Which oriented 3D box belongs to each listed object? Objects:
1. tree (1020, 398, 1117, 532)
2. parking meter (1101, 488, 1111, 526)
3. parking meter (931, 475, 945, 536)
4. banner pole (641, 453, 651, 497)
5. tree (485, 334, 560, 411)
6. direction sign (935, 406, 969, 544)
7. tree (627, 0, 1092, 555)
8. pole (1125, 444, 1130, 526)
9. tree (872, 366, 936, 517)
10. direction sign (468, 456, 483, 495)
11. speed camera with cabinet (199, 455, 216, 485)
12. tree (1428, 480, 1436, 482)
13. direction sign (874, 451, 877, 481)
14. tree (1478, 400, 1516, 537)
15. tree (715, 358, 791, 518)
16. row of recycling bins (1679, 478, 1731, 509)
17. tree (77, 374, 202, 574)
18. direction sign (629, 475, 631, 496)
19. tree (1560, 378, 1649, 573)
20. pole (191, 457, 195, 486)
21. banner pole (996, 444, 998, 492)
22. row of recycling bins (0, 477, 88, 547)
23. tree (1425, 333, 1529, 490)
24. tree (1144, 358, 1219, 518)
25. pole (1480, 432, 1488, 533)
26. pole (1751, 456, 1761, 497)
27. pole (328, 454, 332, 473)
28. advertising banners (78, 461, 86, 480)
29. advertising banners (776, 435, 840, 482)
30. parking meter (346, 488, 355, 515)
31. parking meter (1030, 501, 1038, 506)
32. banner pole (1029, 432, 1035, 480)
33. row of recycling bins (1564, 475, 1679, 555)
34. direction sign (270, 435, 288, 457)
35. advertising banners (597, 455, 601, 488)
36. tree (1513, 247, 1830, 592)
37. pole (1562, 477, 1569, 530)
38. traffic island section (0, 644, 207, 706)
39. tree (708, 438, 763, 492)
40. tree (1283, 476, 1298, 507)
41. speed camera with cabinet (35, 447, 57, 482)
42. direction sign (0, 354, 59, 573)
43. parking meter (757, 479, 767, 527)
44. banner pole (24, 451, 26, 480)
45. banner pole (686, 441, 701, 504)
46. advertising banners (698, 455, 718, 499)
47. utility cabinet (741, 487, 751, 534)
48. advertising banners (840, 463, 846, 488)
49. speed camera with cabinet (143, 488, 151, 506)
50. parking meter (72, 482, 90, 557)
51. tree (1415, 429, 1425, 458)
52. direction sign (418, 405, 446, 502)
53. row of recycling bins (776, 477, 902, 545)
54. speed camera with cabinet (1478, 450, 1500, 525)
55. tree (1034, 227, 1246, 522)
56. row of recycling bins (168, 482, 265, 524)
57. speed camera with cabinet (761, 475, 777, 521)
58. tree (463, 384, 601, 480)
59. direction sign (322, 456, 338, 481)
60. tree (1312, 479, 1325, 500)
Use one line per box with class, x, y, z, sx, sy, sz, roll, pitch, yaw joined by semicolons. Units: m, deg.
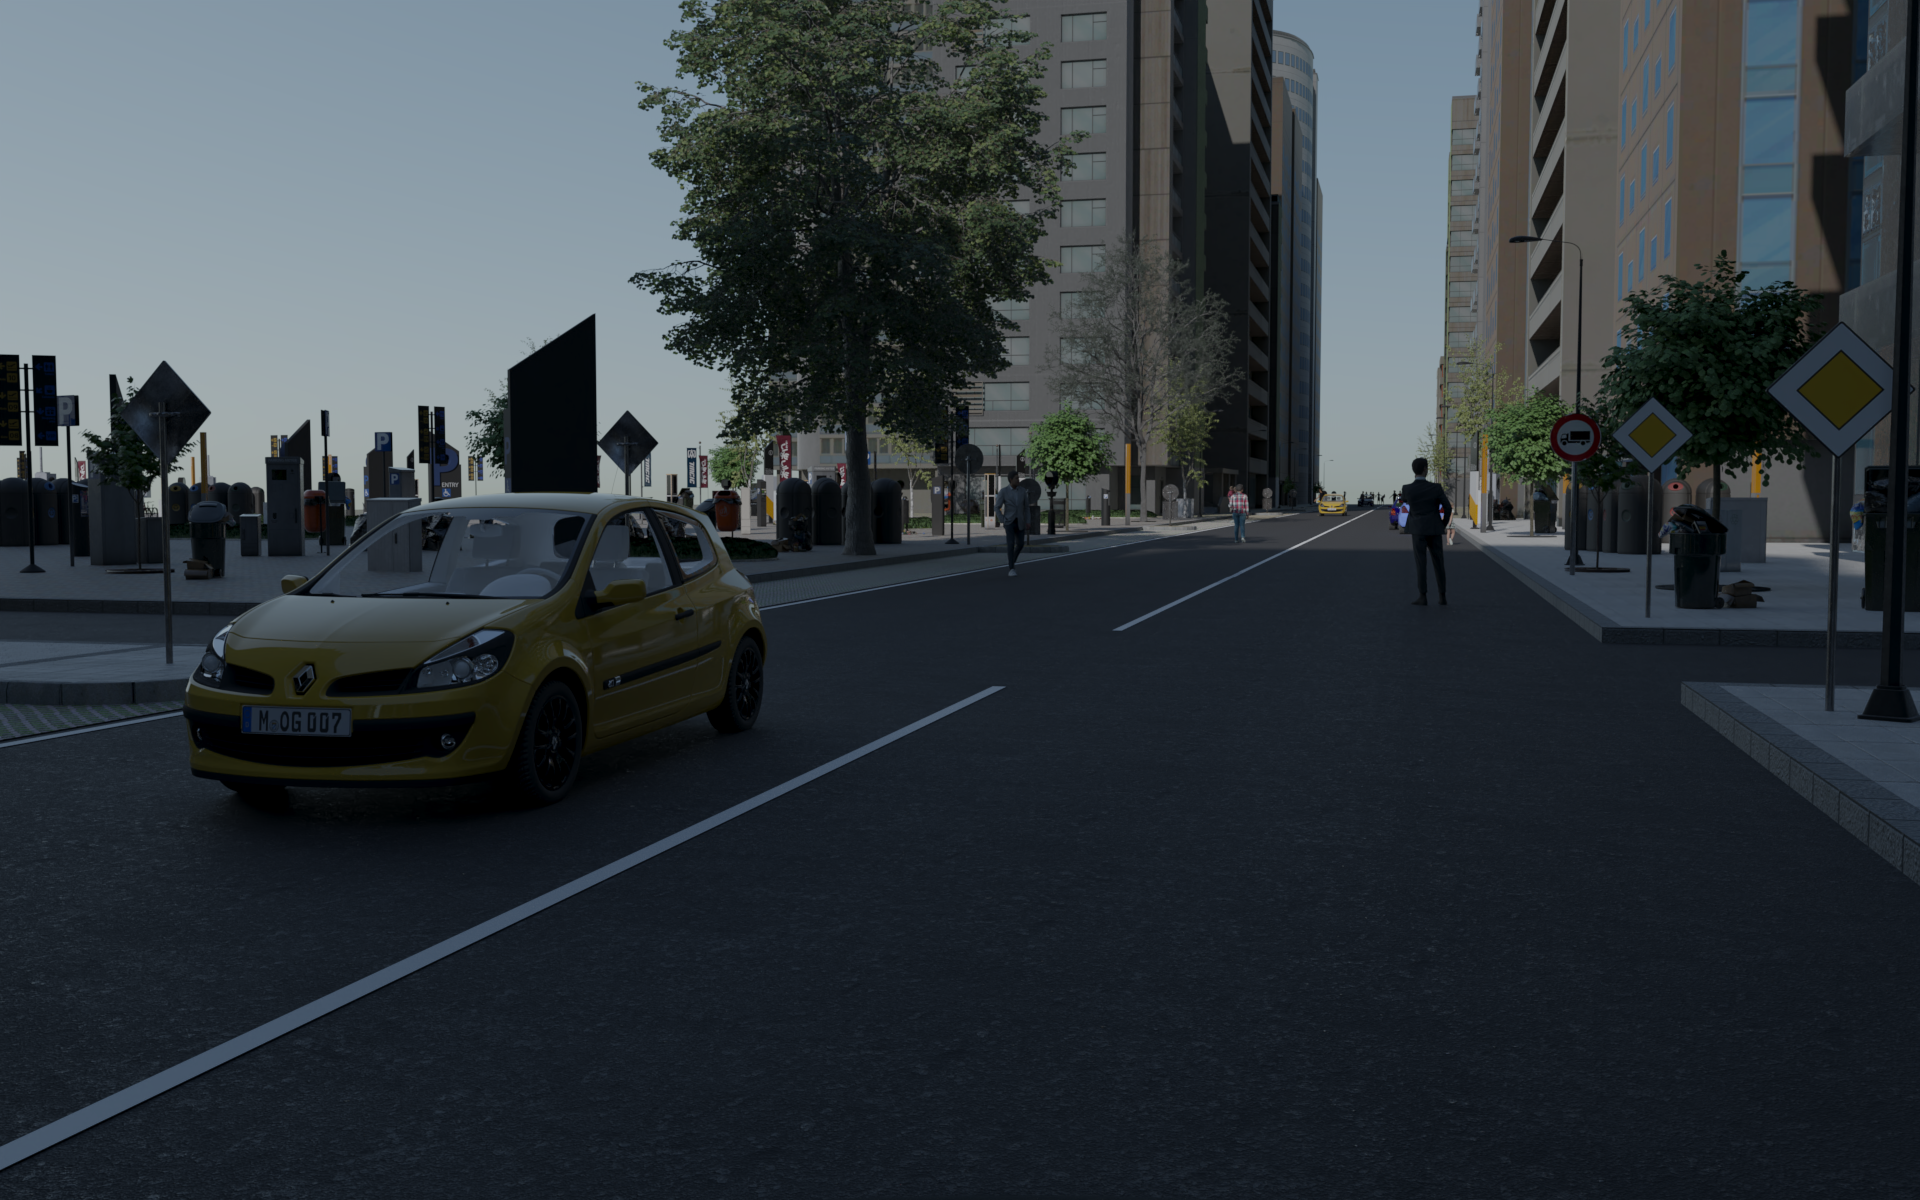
tree;3.570;-4.599;58.911;4.285;4.588;4.351;0;3;0
parking meter;5.912;-3.779;70.198;0.372;1.533;0.369;0;3;0
parking meter;-0.691;-2.922;53.479;0.399;1.863;0.255;1;4;13
banner pole;-13.204;-5.054;72.646;0.863;3.779;0.401;3;5;40
tree;-19.108;-7.859;78.855;4.360;8.622;3.978;0;3;0
direction sign;-0.205;-3.209;44.456;0.876;3.537;0.379;0;3;0
tree;-2.145;-7.915;36.068;9.857;13.997;8.962;0;3;0
pole;6.832;-4.686;70.466;0.158;3.312;0.155;0;3;0
tree;-2.667;-8.784;93.976;4.737;8.622;4.395;0;3;0
direction sign;-28.721;-6.774;102.759;0.876;3.537;0.379;0;4;-2
speed camera with cabinet;-37.569;-5.740;88.178;2.038;3.252;0.660;-3;5;-40
tree;57.940;-13.344;212.768;1.663;3.219;1.824;0;3;0
direction sign;-4.477;-6.086;91.509;0.379;3.537;0.876;0;4;5
tree;17.174;-4.156;51.668;4.285;4.588;4.351;0;3;0
tree;-11.152;-8.675;92.203;4.737;8.622;4.395;0;3;0
row of recycling bins;18.145;-2.327;45.155;3.534;1.692;1.069;1;4;14
tree;-13.510;-2.053;28.167;1.663;3.219;1.824;0;3;0
direction sign;-12.185;-4.403;63.986;0.379;3.537;0.876;0;3;0
tree;10.706;-2.081;28.618;1.663;3.219;1.824;0;3;0
pole;-41.888;-6.165;94.644;0.158;3.312;0.155;0;3;0
banner pole;1.854;-5.941;87.157;0.401;3.779;0.863;0;4;4
row of recycling bins;-22.937;-2.240;43.738;1.069;1.692;3.534;1;4;12
tree;23.832;-7.849;78.698;4.737;8.622;4.395;0;3;0
tree;11.892;-8.665;92.032;4.737;8.622;4.395;0;3;0
pole;17.307;-3.874;57.189;0.158;3.312;0.155;0;3;0
pole;19.569;-2.980;42.561;0.158;3.312;0.155;0;3;0
pole;-32.414;-5.832;89.202;0.158;3.312;0.155;0;3;0
advertising banners;-45.170;-5.760;90.368;2.074;3.025;0.090;1;4;19
advertising banners;-4.584;-3.394;51.673;2.074;3.025;0.090;-2;4;-35
parking meter;-26.011;-4.005;73.900;0.372;1.533;0.369;0;3;0
parking meter;2.809;-3.568;66.747;0.372;1.533;0.369;0;3;0
banner pole;2.901;-4.869;69.620;0.401;3.779;0.863;1;4;21
row of recycling bins;14.439;-1.907;38.286;1.069;1.692;3.534;0;4;-4
direction sign;-26.054;-4.549;66.376;0.876;3.537;0.379;2;4;26
advertising banners;-16.538;-4.944;77.030;0.090;3.025;2.074;2;4;24
tree;10.110;-2.411;23.133;4.285;4.588;4.351;0;3;0
pole;21.908;-4.205;62.591;0.158;3.312;0.155;0;3;0
traffic island section;-6.012;0.560;13.129;2.009;0.180;2.903;1;4;14
tree;-12.754;-6.989;97.988;4.285;4.588;4.351;0;3;0
tree;31.911;-10.658;168.867;1.663;3.219;1.824;0;3;0
speed camera with cabinet;-38.366;-4.743;71.889;0.660;3.252;2.038;0;4;6
direction sign;-15.166;-2.215;28.216;0.876;3.537;0.379;-1;4;-20
parking meter;-7.759;-3.797;67.785;0.255;1.863;0.399;-2;4;-33
banner pole;-53.798;-6.696;99.495;0.401;3.779;0.863;0;4;-8
banner pole;-12.561;-5.640;82.227;0.863;3.779;0.401;-1;4;-10
advertising banners;-11.017;-5.037;78.548;0.090;3.025;2.074;3;5;44
utility cabinet;-6.862;-2.868;55.563;0.318;1.500;1.173;0;4;-7
advertising banners;-5.931;-6.215;97.796;2.074;3.025;0.090;0;4;8
speed camera with cabinet;-49.743;-6.771;105.040;0.660;3.252;2.038;0;4;-4
parking meter;-18.067;-1.662;35.580;0.372;1.533;0.369;0;3;0
tree;47.427;-13.573;172.287;4.737;8.622;4.395;0;3;0
direction sign;-13.576;-3.217;44.593;0.379;3.537;0.876;2;4;31
row of recycling bins;-3.004;-2.252;43.926;3.534;1.692;1.069;-2;4;-35
speed camera with cabinet;22.401;-4.846;73.562;0.660;3.252;2.038;2;4;32
tree;8.403;-10.351;79.614;12.009;13.543;11.850;0;3;0
row of recycling bins;-25.978;-3.235;60.001;3.534;1.692;1.069;1;4;20
speed camera with cabinet;-8.928;-5.456;83.542;0.660;3.252;2.038;-2;4;-29
tree;-10.549;-3.650;43.393;4.285;4.588;4.351;0;3;0
direction sign;-37.335;-6.772;102.723;0.876;3.537;0.379;-2;4;-27
tree;46.479;-14.071;224.665;1.663;3.219;1.824;0;3;0
